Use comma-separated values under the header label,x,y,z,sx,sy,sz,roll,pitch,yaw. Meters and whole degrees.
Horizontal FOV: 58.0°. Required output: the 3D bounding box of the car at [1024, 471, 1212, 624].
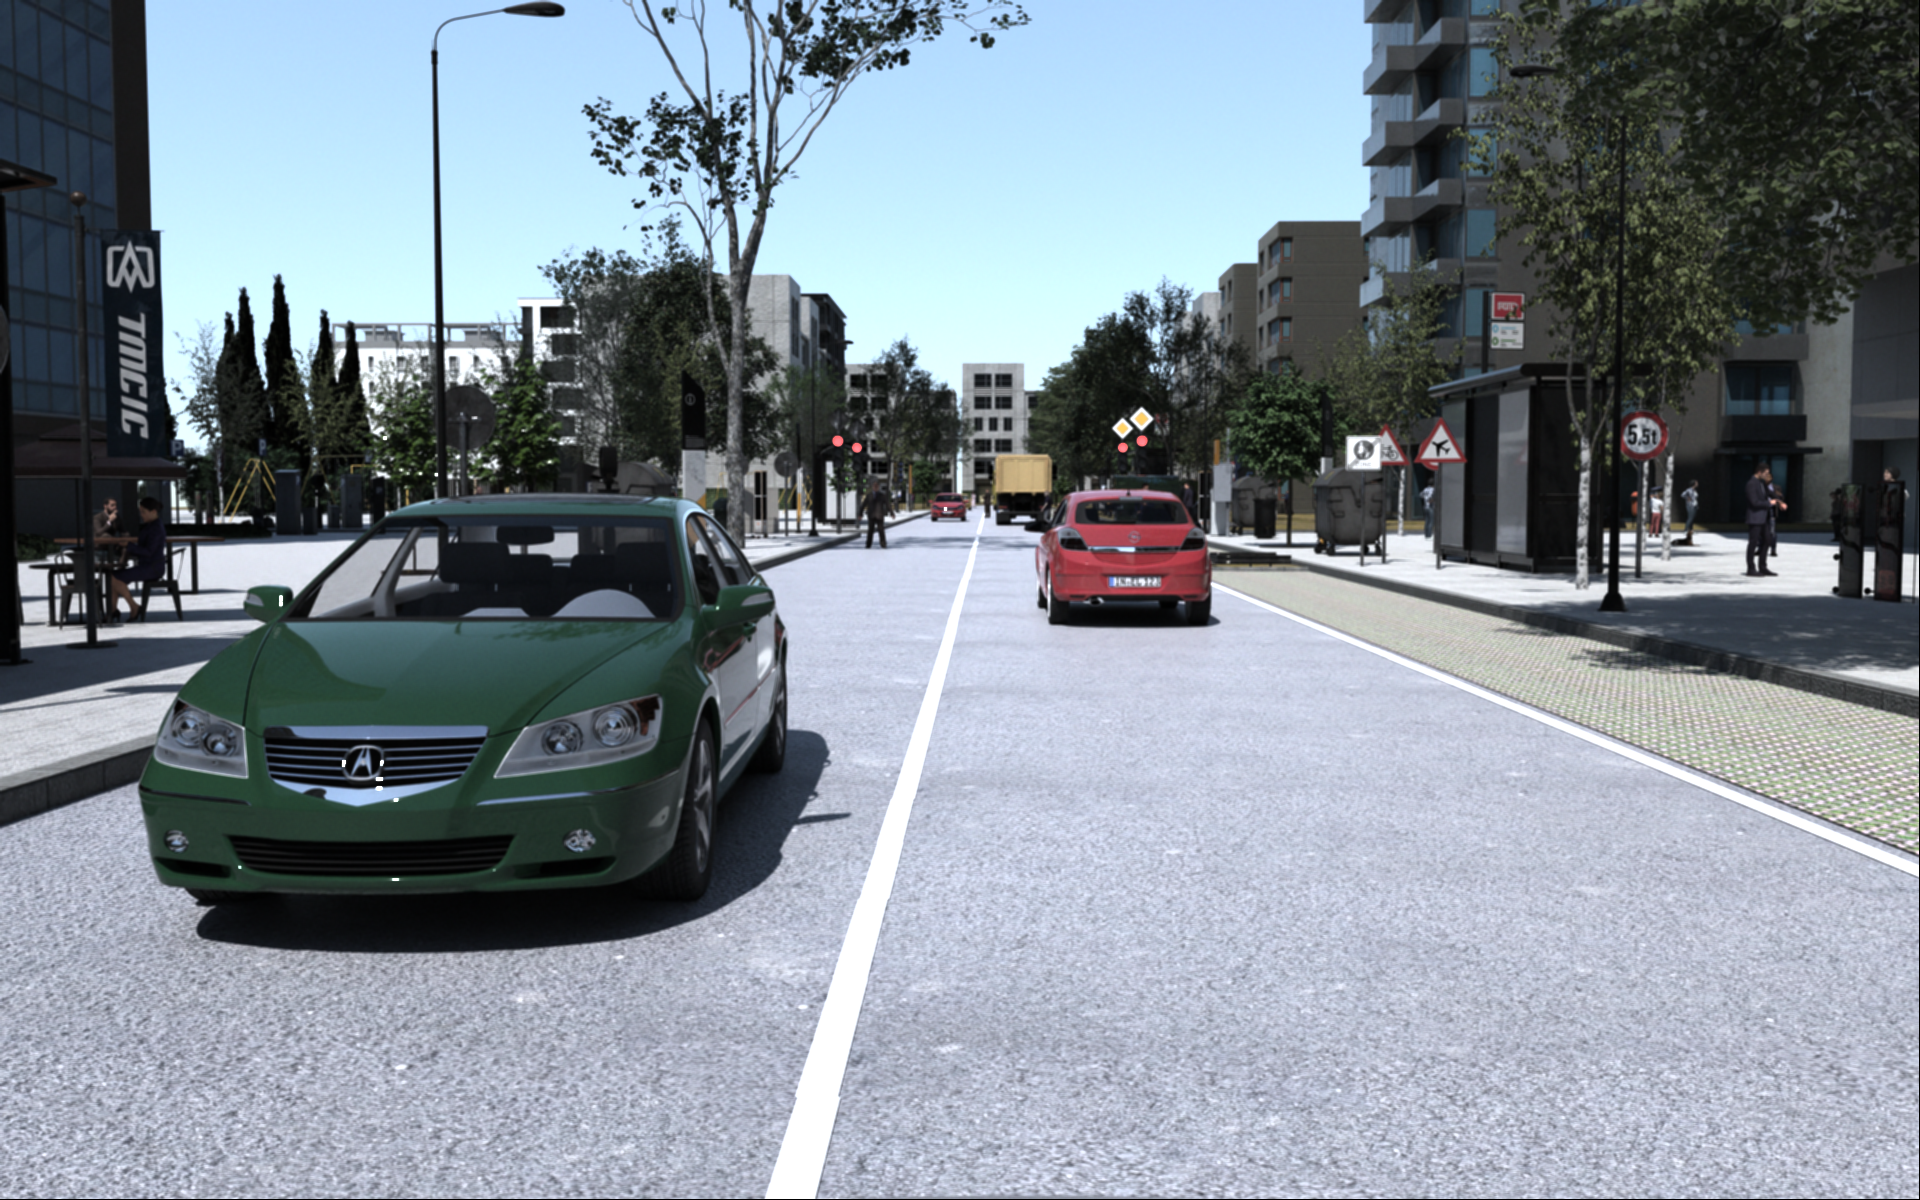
label,x,y,z,sx,sy,sz,roll,pitch,yaw
car,1.857,-0.702,20.517,2.155,1.783,4.494,0,3,0

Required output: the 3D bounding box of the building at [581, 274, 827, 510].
label,x,y,z,sx,sy,sz,roll,pitch,yaw
building,-21.807,-17.670,155.366,16.747,18.905,31.486,0,4,1

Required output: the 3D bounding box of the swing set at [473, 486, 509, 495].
label,x,y,z,sx,sy,sz,roll,pitch,yaw
swing set,-31.318,-7.167,114.802,3.119,2.851,2.862,-1,4,-18

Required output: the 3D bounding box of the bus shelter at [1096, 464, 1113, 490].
label,x,y,z,sx,sy,sz,roll,pitch,yaw
bus shelter,10.595,-7.743,120.524,2.014,3.302,5.546,0,4,1

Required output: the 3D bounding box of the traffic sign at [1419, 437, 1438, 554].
label,x,y,z,sx,sy,sz,roll,pitch,yaw
traffic sign,10.224,-2.268,37.182,0.768,2.556,0.104,1,4,10

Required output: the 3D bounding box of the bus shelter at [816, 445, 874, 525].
label,x,y,z,sx,sy,sz,roll,pitch,yaw
bus shelter,-4.826,-4.868,73.509,2.014,3.302,5.546,0,4,1

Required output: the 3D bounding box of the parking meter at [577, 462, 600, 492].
label,x,y,z,sx,sy,sz,roll,pitch,yaw
parking meter,-6.781,-1.591,31.727,0.399,1.863,0.255,-2,4,-34

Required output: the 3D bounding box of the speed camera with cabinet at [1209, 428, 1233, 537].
label,x,y,z,sx,sy,sz,roll,pitch,yaw
speed camera with cabinet,7.917,-3.566,52.638,0.660,3.252,2.038,0,4,5

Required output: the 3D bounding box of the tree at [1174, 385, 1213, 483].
label,x,y,z,sx,sy,sz,roll,pitch,yaw
tree,16.234,-10.103,115.546,4.360,8.622,3.978,0,3,0

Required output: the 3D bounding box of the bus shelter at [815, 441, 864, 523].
label,x,y,z,sx,sy,sz,roll,pitch,yaw
bus shelter,-5.517,-5.406,79.669,1.731,3.624,6.357,0,4,1

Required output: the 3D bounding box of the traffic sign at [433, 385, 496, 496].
label,x,y,z,sx,sy,sz,roll,pitch,yaw
traffic sign,-5.801,-1.233,20.264,0.768,2.556,0.104,1,4,9

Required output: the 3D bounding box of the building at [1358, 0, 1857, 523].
label,x,y,z,sx,sy,sz,roll,pitch,yaw
building,35.121,-28.451,84.781,30.456,49.044,23.786,0,4,1

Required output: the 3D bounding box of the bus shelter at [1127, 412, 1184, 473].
label,x,y,z,sx,sy,sz,roll,pitch,yaw
bus shelter,9.157,-6.425,82.684,2.179,5.291,8.768,0,4,1

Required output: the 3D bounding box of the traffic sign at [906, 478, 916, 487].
label,x,y,z,sx,sy,sz,roll,pitch,yaw
traffic sign,-3.759,-8.109,132.691,0.768,2.556,0.104,0,4,7

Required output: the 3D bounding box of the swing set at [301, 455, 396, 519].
label,x,y,z,sx,sy,sz,roll,pitch,yaw
swing set,-25.049,-4.426,69.979,3.119,2.851,2.862,2,4,26

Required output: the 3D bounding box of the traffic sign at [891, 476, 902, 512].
label,x,y,z,sx,sy,sz,roll,pitch,yaw
traffic sign,-4.502,-7.497,122.682,0.768,2.556,0.104,0,4,3

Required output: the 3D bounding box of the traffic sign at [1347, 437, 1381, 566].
label,x,y,z,sx,sy,sz,roll,pitch,yaw
traffic sign,7.137,-1.747,30.686,0.606,2.300,0.079,0,4,6

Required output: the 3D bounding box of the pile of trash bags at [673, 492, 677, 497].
label,x,y,z,sx,sy,sz,roll,pitch,yaw
pile of trash bags,-12.281,-3.454,66.218,3.447,1.369,1.912,-3,5,-44

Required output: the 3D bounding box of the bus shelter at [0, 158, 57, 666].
label,x,y,z,sx,sy,sz,roll,pitch,yaw
bus shelter,-7.606,-1.139,9.912,1.731,3.624,6.357,0,4,1

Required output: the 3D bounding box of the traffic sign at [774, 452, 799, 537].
label,x,y,z,sx,sy,sz,roll,pitch,yaw
traffic sign,-5.234,-3.186,52.198,0.768,2.556,0.104,1,4,10

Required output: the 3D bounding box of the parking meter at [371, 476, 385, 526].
label,x,y,z,sx,sy,sz,roll,pitch,yaw
parking meter,-18.680,-3.051,55.594,0.399,1.863,0.255,-2,4,-32

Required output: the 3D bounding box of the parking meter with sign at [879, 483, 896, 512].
label,x,y,z,sx,sy,sz,roll,pitch,yaw
parking meter with sign,-5.390,-7.775,123.387,1.738,3.016,0.543,-1,4,-10

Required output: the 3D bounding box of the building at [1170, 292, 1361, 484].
label,x,y,z,sx,sy,sz,roll,pitch,yaw
building,29.724,-17.944,159.838,16.747,18.905,31.486,0,4,1

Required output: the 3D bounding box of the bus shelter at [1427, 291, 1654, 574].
label,x,y,z,sx,sy,sz,roll,pitch,yaw
bus shelter,10.103,-3.324,31.981,2.179,5.291,8.768,0,4,1

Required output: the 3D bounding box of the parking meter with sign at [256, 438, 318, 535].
label,x,y,z,sx,sy,sz,roll,pitch,yaw
parking meter with sign,-21.085,-3.552,54.340,1.738,3.016,0.543,0,4,3

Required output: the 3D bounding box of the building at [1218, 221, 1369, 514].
label,x,y,z,sx,sy,sz,roll,pitch,yaw
building,34.203,-17.068,124.100,27.650,21.520,28.899,0,4,1

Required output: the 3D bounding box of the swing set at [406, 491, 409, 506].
label,x,y,z,sx,sy,sz,roll,pitch,yaw
swing set,-31.350,-5.893,93.965,3.119,2.851,2.862,-1,4,-20

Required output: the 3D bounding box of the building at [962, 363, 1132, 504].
label,x,y,z,sx,sy,sz,roll,pitch,yaw
building,16.146,-22.934,241.425,31.486,18.905,16.747,0,4,1

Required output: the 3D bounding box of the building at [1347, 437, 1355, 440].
label,x,y,z,sx,sy,sz,roll,pitch,yaw
building,38.185,-20.705,194.941,11.380,20.091,16.016,0,4,1

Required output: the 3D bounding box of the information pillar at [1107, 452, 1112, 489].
label,x,y,z,sx,sy,sz,roll,pitch,yaw
information pillar,8.270,-6.371,95.512,0.183,3.616,0.504,2,4,28

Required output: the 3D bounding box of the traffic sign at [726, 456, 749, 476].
label,x,y,z,sx,sy,sz,roll,pitch,yaw
traffic sign,-7.087,-3.364,55.106,0.768,2.556,0.104,1,4,10

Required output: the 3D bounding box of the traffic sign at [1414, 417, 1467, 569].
label,x,y,z,sx,sy,sz,roll,pitch,yaw
traffic sign,8.147,-1.800,29.427,0.884,2.594,0.081,0,4,6

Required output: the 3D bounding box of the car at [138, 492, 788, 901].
label,x,y,z,sx,sy,sz,roll,pitch,yaw
car,-1.815,0.256,7.609,2.131,1.459,4.920,0,4,0

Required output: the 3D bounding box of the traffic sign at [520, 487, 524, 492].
label,x,y,z,sx,sy,sz,roll,pitch,yaw
traffic sign,-8.345,-2.011,32.980,0.768,2.556,0.104,1,4,10

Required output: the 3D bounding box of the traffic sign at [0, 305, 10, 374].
label,x,y,z,sx,sy,sz,roll,pitch,yaw
traffic sign,-5.773,-0.595,9.841,0.768,2.556,0.104,0,4,2

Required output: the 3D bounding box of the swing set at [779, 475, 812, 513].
label,x,y,z,sx,sy,sz,roll,pitch,yaw
swing set,-10.459,-7.065,113.126,2.862,2.851,3.119,0,4,7

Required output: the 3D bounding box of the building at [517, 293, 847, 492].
label,x,y,z,sx,sy,sz,roll,pitch,yaw
building,-29.498,-21.208,190.726,32.646,21.610,27.936,0,4,1

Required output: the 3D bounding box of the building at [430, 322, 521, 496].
label,x,y,z,sx,sy,sz,roll,pitch,yaw
building,-51.588,-20.842,197.180,11.380,20.091,16.016,0,4,1

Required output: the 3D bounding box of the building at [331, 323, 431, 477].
label,x,y,z,sx,sy,sz,roll,pitch,yaw
building,-63.135,-20.859,197.458,11.380,20.091,16.016,0,4,1

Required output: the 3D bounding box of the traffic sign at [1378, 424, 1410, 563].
label,x,y,z,sx,sy,sz,roll,pitch,yaw
traffic sign,7.853,-1.958,32.023,0.884,2.594,0.081,0,4,5

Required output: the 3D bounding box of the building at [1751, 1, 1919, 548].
label,x,y,z,sx,sy,sz,roll,pitch,yaw
building,33.044,-26.917,29.330,28.713,52.752,27.495,0,4,1

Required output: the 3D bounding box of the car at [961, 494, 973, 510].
label,x,y,z,sx,sy,sz,roll,pitch,yaw
car,0.136,-8.727,152.916,2.015,1.641,3.980,0,4,2

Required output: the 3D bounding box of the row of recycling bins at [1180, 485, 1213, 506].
label,x,y,z,sx,sy,sz,roll,pitch,yaw
row of recycling bins,9.569,-4.196,75.713,3.534,1.692,1.069,2,4,35

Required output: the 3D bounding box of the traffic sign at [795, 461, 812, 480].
label,x,y,z,sx,sy,sz,roll,pitch,yaw
traffic sign,-6.245,-4.191,68.260,0.795,2.593,0.064,1,4,10

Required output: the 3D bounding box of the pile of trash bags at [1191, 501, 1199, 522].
label,x,y,z,sx,sy,sz,roll,pitch,yaw
pile of trash bags,9.442,-3.648,69.401,1.912,1.369,3.447,-2,4,-35

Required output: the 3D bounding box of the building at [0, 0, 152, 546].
label,x,y,z,sx,sy,sz,roll,pitch,yaw
building,-29.097,-23.800,39.239,14.200,45.320,14.600,0,4,1

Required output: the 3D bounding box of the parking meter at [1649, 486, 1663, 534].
label,x,y,z,sx,sy,sz,roll,pitch,yaw
parking meter,22.452,-2.903,55.873,0.372,1.533,0.369,0,3,0

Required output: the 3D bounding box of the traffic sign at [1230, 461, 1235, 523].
label,x,y,z,sx,sy,sz,roll,pitch,yaw
traffic sign,10.643,-4.128,67.604,0.768,2.556,0.104,0,4,6

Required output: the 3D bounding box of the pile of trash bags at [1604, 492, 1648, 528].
label,x,y,z,sx,sy,sz,roll,pitch,yaw
pile of trash bags,24.316,-3.388,65.151,3.447,1.369,1.912,-1,4,-17

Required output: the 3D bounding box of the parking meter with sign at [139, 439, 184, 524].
label,x,y,z,sx,sy,sz,roll,pitch,yaw
parking meter with sign,-25.755,-3.635,55.699,1.738,3.016,0.543,2,4,26

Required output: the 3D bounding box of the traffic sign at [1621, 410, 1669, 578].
label,x,y,z,sx,sy,sz,roll,pitch,yaw
traffic sign,10.354,-1.606,26.364,0.768,2.556,0.104,1,4,9

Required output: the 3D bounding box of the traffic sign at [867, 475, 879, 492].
label,x,y,z,sx,sy,sz,roll,pitch,yaw
traffic sign,-5.752,-6.970,114.068,0.768,2.556,0.104,0,4,4

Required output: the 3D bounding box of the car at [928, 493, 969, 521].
label,x,y,z,sx,sy,sz,roll,pitch,yaw
car,-0.587,-5.076,92.031,2.155,1.783,4.494,0,4,1

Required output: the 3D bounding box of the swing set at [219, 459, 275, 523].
label,x,y,z,sx,sy,sz,roll,pitch,yaw
swing set,-31.589,-4.904,77.804,2.862,2.851,3.119,-1,4,-14

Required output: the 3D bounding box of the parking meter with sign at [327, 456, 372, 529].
label,x,y,z,sx,sy,sz,roll,pitch,yaw
parking meter with sign,-22.879,-4.205,65.013,0.543,3.016,1.738,3,5,40

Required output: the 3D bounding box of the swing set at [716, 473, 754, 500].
label,x,y,z,sx,sy,sz,roll,pitch,yaw
swing set,-16.413,-7.962,127.801,3.119,2.851,2.862,1,4,12

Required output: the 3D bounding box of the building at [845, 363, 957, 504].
label,x,y,z,sx,sy,sz,roll,pitch,yaw
building,-16.357,-23.017,242.788,31.486,18.905,16.747,0,4,1

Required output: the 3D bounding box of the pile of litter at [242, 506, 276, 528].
label,x,y,z,sx,sy,sz,roll,pitch,yaw
pile of litter,-26.318,-3.098,64.624,1.719,0.858,1.176,-2,4,-24
